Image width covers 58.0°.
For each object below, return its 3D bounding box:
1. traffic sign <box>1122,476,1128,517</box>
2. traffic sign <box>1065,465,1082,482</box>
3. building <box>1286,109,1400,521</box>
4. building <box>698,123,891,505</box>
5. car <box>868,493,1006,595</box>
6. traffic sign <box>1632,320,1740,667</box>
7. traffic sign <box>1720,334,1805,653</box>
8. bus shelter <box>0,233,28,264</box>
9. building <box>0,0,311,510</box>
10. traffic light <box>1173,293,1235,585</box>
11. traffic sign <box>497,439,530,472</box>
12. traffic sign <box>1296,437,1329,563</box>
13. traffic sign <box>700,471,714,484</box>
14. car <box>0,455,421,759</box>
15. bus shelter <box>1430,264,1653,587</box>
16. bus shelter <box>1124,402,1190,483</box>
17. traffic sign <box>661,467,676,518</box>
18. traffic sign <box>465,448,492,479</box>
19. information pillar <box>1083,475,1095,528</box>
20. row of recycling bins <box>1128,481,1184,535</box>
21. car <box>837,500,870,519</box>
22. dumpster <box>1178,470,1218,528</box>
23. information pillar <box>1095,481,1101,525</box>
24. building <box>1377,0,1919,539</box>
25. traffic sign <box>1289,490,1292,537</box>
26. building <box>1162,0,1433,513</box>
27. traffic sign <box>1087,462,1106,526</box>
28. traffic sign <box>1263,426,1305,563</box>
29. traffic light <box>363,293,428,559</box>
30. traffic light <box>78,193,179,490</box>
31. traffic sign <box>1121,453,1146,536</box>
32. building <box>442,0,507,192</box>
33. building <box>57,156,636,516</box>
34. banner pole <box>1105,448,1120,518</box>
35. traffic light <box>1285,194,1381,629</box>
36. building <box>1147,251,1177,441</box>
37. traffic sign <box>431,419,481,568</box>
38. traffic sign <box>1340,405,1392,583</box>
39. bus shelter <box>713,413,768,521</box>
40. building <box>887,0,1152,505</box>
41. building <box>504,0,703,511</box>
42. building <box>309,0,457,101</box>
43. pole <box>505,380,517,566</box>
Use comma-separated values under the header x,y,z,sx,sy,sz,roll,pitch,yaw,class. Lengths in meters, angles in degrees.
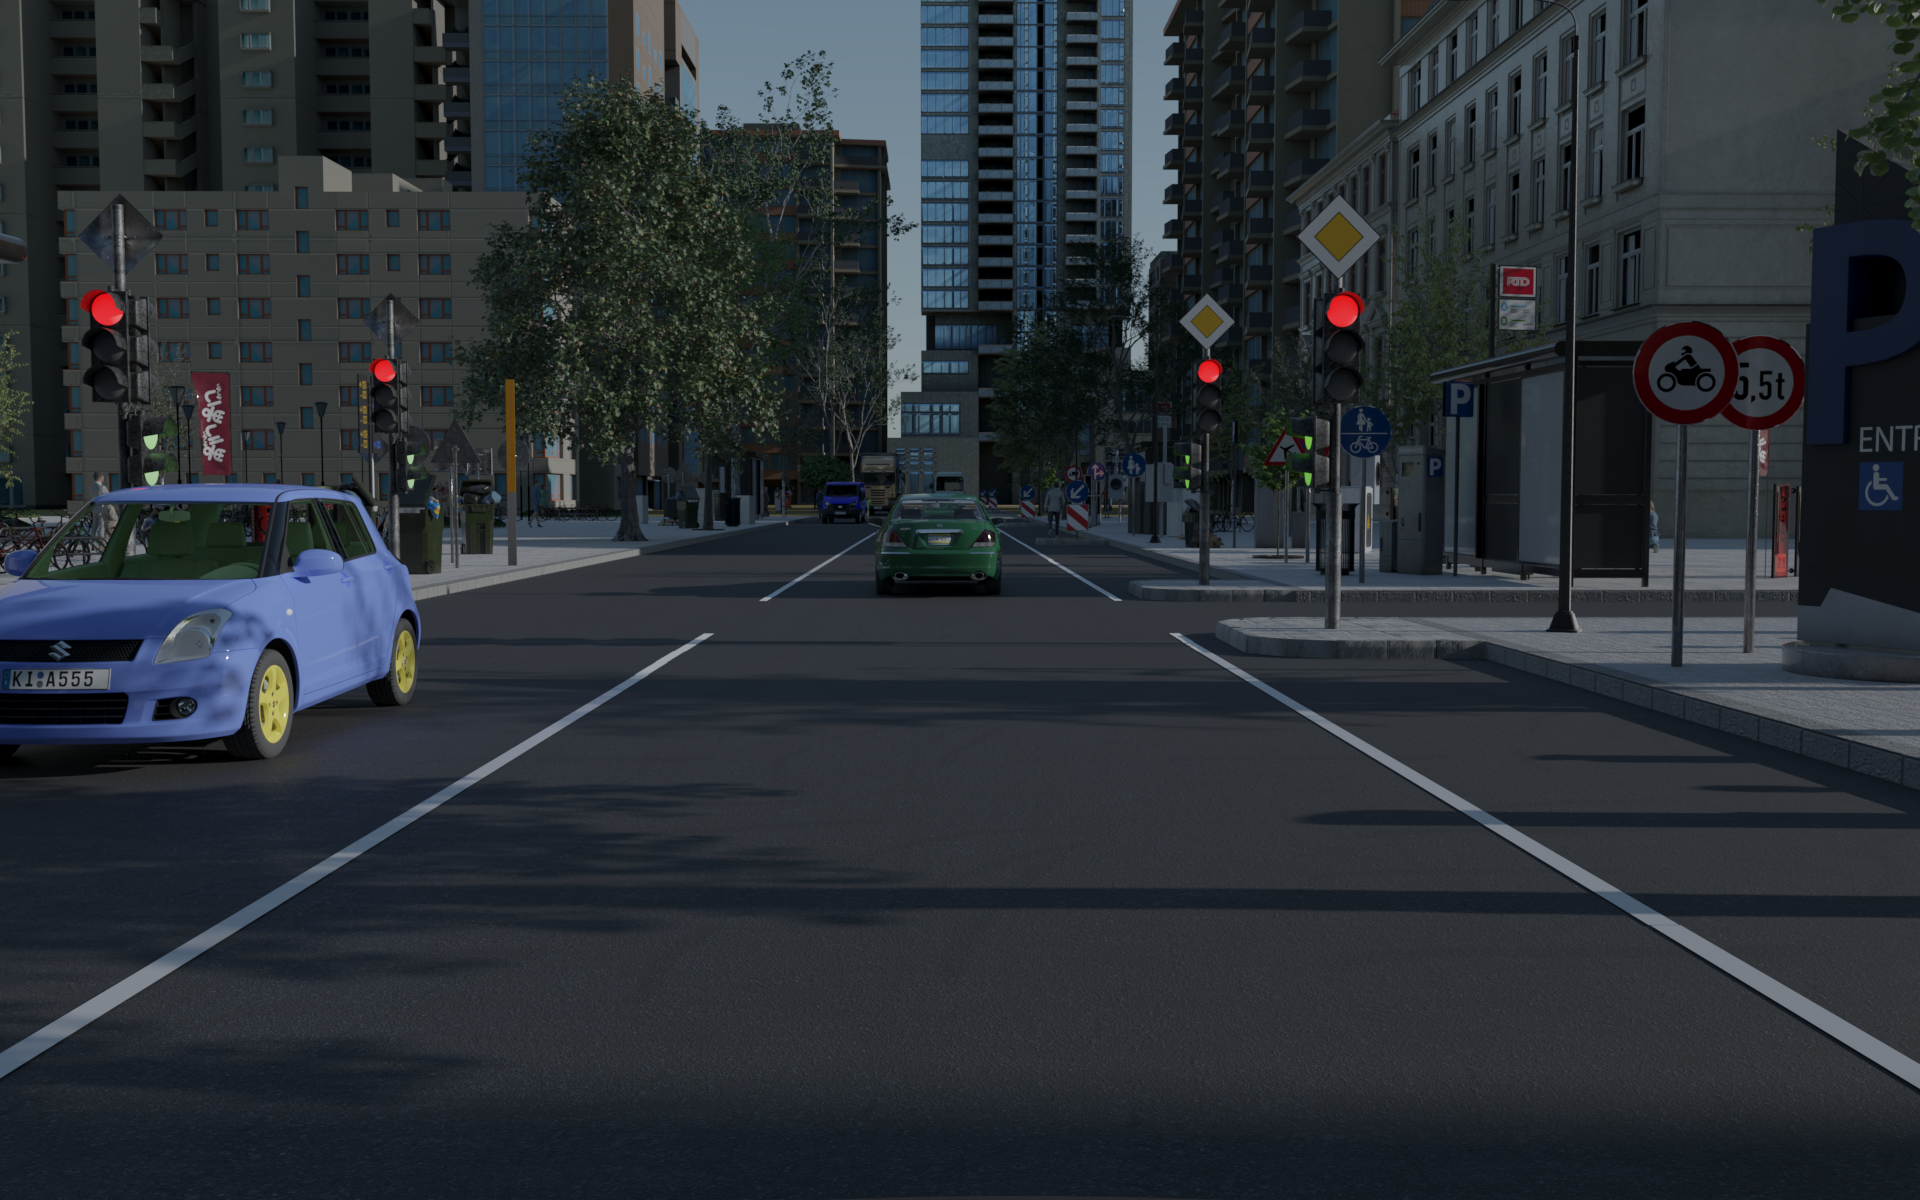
x,y,z,sx,sy,sz,roll,pitch,yaw,class
9.045,-5.757,96.258,0.606,2.300,0.079,0,4,1,traffic sign
5.008,-4.666,76.397,0.768,2.556,0.104,0,4,7,traffic sign
24.530,-15.460,88.929,11.583,22.565,21.152,0,4,-1,building
-22.887,-33.811,207.430,28.867,44.769,22.147,0,4,-1,building
-0.343,-0.876,26.126,2.131,1.459,4.920,0,4,-1,car
5.334,-0.777,12.812,0.768,2.556,0.104,0,4,4,traffic sign
6.374,-0.845,13.923,0.768,2.556,0.104,0,4,3,traffic sign
-8.631,-1.964,9.737,2.179,5.291,8.768,0,4,0,bus shelter
-70.901,-32.188,149.968,21.600,48.544,21.300,0,4,-1,building
3.436,-2.169,24.381,0.839,4.253,0.868,0,4,-1,traffic light
-10.279,-2.432,39.873,0.768,2.556,0.104,0,4,5,traffic sign
6.505,-1.972,32.345,0.768,2.556,0.104,0,4,6,traffic sign
-13.915,-5.816,95.191,0.768,2.556,0.104,0,4,0,traffic sign
-4.563,-0.053,10.457,1.945,1.707,3.694,0,4,-1,car
9.108,-3.079,27.969,2.179,5.291,8.768,0,4,-1,bus shelter
8.154,-5.817,72.747,2.179,5.291,8.768,0,4,-1,bus shelter
-13.771,-5.005,81.938,0.768,2.556,0.104,0,4,8,traffic sign
-10.733,-2.232,38.616,0.606,2.300,0.079,0,4,1,traffic sign
4.824,-3.739,65.620,0.304,2.012,0.304,-1,4,-8,information pillar
6.247,-2.960,55.515,1.069,1.692,3.534,-1,4,-14,row of recycling bins
-6.377,-5.581,103.049,2.131,1.459,4.920,0,4,-1,car
9.081,-3.925,66.669,1.502,2.255,1.985,0,4,-1,dumpster
5.621,-4.089,71.353,0.304,2.012,0.304,0,4,-7,information pillar
26.958,-14.074,63.388,16.112,22.955,30.059,0,4,-1,building
9.903,-3.168,51.903,0.768,2.556,0.104,0,4,0,traffic sign
28.949,-30.119,147.076,22.147,44.769,28.867,0,4,-1,building
5.465,-4.228,69.233,0.768,2.556,0.104,0,4,4,traffic sign
6.054,-1.962,32.084,0.884,2.594,0.081,0,4,3,traffic sign
-7.925,-2.160,24.230,0.839,4.253,0.868,0,4,-1,traffic light
-7.829,-1.671,16.245,0.839,4.253,0.868,0,4,-1,traffic light
5.355,-3.257,53.354,0.768,2.556,0.104,0,4,7,traffic sign
-30.868,-29.626,134.499,14.600,45.320,14.200,0,4,-1,building
-37.729,-16.428,113.633,27.650,21.520,28.899,0,4,-1,building
8.352,-6.396,94.586,0.863,3.779,0.401,1,4,9,banner pole
3.531,-1.680,16.397,0.839,4.253,0.868,0,4,-1,traffic light
29.826,-26.446,204.088,14.107,30.474,14.160,0,4,-1,building
-8.689,-1.826,29.858,0.884,2.594,0.081,0,4,3,traffic sign
5.806,-1.519,24.949,0.768,2.556,0.104,0,4,6,traffic sign
-11.068,-6.646,86.300,2.179,5.291,8.768,0,4,-1,bus shelter
7.046,-54.662,206.390,31.000,86.520,22.319,0,4,-1,building
-31.225,-30.863,154.716,14.200,45.320,14.600,0,4,-1,building
-49.073,-32.202,150.210,21.600,48.544,21.300,0,4,-1,building
-8.029,-2.272,30.985,0.158,3.312,0.155,0,3,0,pole
